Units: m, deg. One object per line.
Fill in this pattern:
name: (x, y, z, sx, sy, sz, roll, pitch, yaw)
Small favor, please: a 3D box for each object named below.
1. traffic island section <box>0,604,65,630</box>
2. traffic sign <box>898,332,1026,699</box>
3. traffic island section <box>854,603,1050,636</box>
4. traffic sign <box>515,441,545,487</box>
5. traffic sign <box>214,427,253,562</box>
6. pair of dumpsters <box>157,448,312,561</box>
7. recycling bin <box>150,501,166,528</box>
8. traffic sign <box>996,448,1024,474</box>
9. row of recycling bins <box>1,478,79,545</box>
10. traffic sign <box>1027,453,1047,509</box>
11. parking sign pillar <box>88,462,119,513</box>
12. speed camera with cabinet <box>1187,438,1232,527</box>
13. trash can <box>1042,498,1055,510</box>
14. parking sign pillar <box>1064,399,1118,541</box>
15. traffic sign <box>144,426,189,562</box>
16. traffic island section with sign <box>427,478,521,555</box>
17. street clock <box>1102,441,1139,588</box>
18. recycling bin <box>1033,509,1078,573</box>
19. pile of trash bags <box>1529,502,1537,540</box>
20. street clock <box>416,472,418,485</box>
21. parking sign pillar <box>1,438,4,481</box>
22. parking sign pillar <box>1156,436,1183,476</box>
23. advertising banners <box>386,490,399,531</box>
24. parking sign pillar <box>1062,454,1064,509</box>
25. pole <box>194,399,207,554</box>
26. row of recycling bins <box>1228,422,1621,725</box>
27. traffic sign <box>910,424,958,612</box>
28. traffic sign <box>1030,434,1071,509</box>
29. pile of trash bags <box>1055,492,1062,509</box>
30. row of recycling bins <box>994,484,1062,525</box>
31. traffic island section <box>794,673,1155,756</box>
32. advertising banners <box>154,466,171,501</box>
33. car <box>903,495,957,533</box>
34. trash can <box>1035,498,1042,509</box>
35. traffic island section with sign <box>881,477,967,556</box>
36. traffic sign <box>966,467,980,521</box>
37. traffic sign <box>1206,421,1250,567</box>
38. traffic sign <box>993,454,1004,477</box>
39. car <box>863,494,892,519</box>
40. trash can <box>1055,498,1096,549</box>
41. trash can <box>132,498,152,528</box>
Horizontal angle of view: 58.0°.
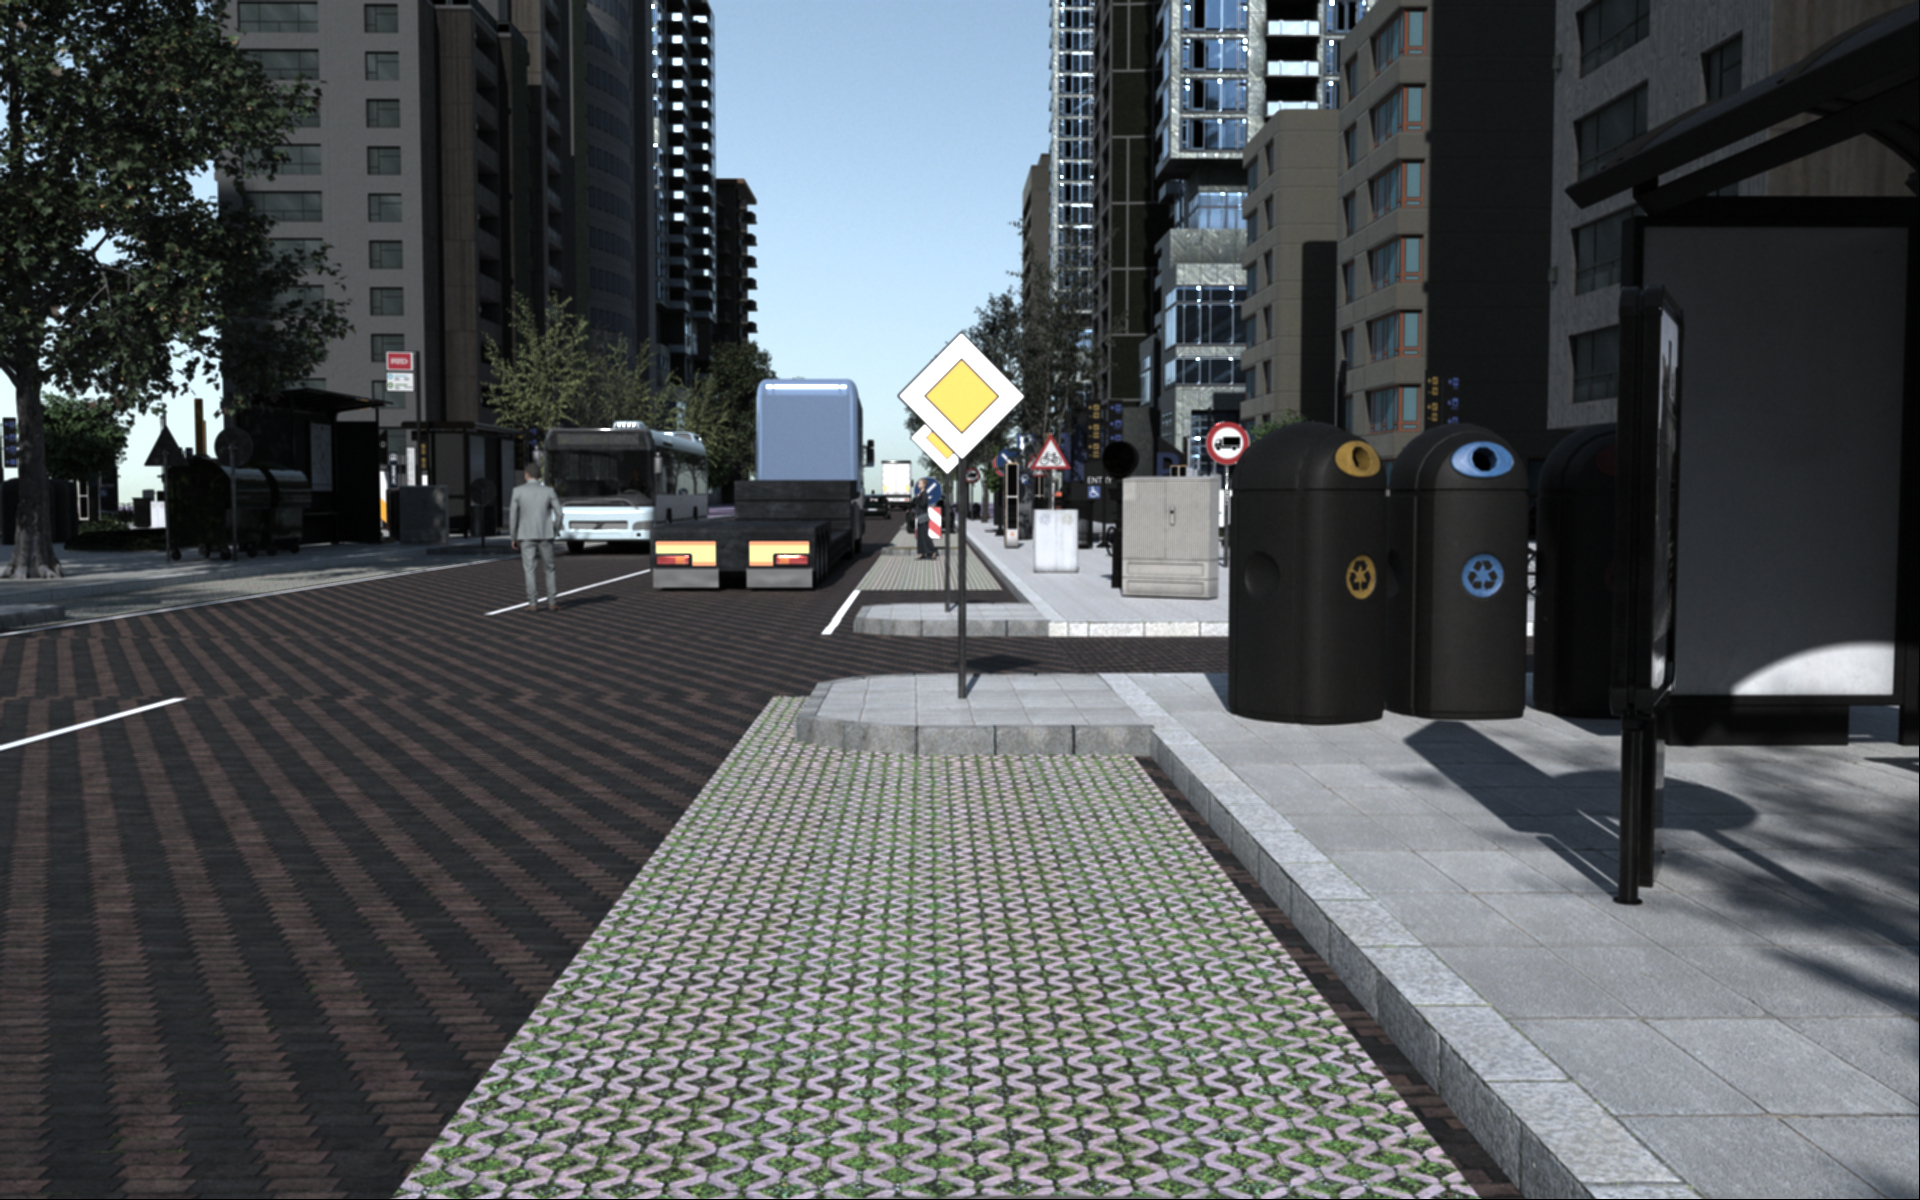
traffic island section: (-11.105, 0.221, 18.673, 2.009, 0.180, 2.903, 0, 4, -1)
traffic sign: (0.010, -0.438, 10.812, 0.795, 2.450, 0.064, 0, 4, -1)
traffic island section: (-0.116, 0.208, 18.873, 2.009, 0.180, 2.903, 0, 4, -1)
traffic sign: (-16.010, -4.435, 66.384, 2.265, 3.308, 0.079, 0, 4, 3)
traffic sign: (-13.797, -2.005, 32.894, 0.768, 2.556, 0.104, 0, 4, 7)
pair of dumpsters: (-14.735, -2.007, 35.316, 1.574, 2.255, 4.437, 0, 4, -1)
recycling bin: (-28.295, -3.006, 61.705, 0.722, 1.027, 0.722, 1, 4, 19)
traffic sign: (1.365, -2.902, 47.561, 0.768, 2.556, 0.104, 0, 4, 7)
row of recycling bins: (-24.080, -2.344, 45.434, 1.069, 1.692, 3.534, 0, 4, -7)
traffic sign: (2.299, -3.286, 53.724, 0.884, 2.594, 0.081, 0, 4, 0)
parking sign pillar: (-40.480, -5.701, 81.686, 1.447, 3.967, 1.447, -3, 5, -41)
speed camera with cabinet: (8.731, -4.063, 60.768, 2.038, 3.252, 0.660, 1, 4, 18)
trash can: (3.319, -2.896, 58.997, 0.748, 1.137, 0.748, 0, 3, 0)
parking sign pillar: (3.752, -3.661, 48.329, 1.447, 3.967, 1.447, 1, 4, 8)
traffic sign: (-15.062, -2.011, 32.882, 0.884, 2.594, 0.081, 0, 4, 5)
traffic island section with sign: (-11.539, -2.015, 41.574, 1.989, 1.847, 2.006, 0, 4, -1)
street clock: (2.187, -1.169, 23.679, 0.471, 2.002, 0.358, 1, 4, 17)
recycling bin: (1.570, -0.976, 28.505, 0.722, 1.027, 0.722, 0, 4, 1)
pile of trash bags: (15.063, -2.369, 48.493, 3.447, 1.369, 1.912, 0, 4, 4)
street clock: (-17.579, -3.138, 55.880, 0.358, 2.002, 0.471, -1, 4, -23)
parking sign pillar: (-46.544, -5.777, 82.922, 1.447, 3.967, 1.447, -1, 4, -21)
parking sign pillar: (9.782, -5.631, 80.546, 1.447, 3.967, 1.447, 2, 4, 28)
advertising banners: (-19.842, -3.945, 60.695, 2.074, 3.025, 0.090, 0, 4, 1)
parking sign pillar: (3.894, -4.048, 54.651, 1.447, 3.967, 1.447, 1, 4, 16)
pole: (-16.261, -2.645, 37.086, 0.158, 3.312, 0.155, 0, 3, 0)
row of recycling bins: (3.330, -0.185, 10.142, 3.534, 1.692, 1.069, 0, 4, -5)
traffic sign: (-0.139, -0.927, 18.796, 0.795, 2.450, 0.064, 0, 4, -1)
traffic sign: (1.967, -2.296, 37.550, 0.884, 2.594, 0.081, 0, 4, 7)
pile of trash bags: (4.634, -3.593, 68.502, 1.912, 1.369, 3.447, 2, 4, 30)
row of recycling bins: (3.146, -3.930, 71.374, 3.534, 1.692, 1.069, 0, 4, 3)
traffic island section: (0.034, 0.697, 10.890, 2.009, 0.180, 2.903, 0, 4, -1)
advertising banners: (-41.999, -5.795, 90.934, 0.090, 3.025, 2.074, 1, 4, 18)
car: (-1.107, -3.314, 63.966, 2.009, 1.686, 4.222, 0, 4, -2)
trash can: (3.092, -3.124, 62.727, 0.748, 1.137, 0.748, 0, 3, 0)
traffic island section with sign: (-0.859, -1.969, 40.825, 1.989, 1.847, 2.006, 0, 4, -1)
traffic sign: (0.575, -5.067, 82.958, 0.768, 2.556, 0.104, 0, 4, 1)
traffic sign: (4.661, -1.845, 30.264, 0.768, 2.556, 0.104, 0, 4, -1)
traffic sign: (1.350, -3.134, 51.348, 0.768, 2.556, 0.104, 0, 4, 6)
car: (-4.904, -5.474, 99.291, 2.009, 1.686, 4.222, 0, 4, 1)
trash can: (2.812, -1.771, 40.610, 0.748, 1.137, 0.748, 0, 3, 0)
trash can: (-31.093, -3.316, 65.866, 0.748, 1.137, 0.748, 0, 3, 0)
